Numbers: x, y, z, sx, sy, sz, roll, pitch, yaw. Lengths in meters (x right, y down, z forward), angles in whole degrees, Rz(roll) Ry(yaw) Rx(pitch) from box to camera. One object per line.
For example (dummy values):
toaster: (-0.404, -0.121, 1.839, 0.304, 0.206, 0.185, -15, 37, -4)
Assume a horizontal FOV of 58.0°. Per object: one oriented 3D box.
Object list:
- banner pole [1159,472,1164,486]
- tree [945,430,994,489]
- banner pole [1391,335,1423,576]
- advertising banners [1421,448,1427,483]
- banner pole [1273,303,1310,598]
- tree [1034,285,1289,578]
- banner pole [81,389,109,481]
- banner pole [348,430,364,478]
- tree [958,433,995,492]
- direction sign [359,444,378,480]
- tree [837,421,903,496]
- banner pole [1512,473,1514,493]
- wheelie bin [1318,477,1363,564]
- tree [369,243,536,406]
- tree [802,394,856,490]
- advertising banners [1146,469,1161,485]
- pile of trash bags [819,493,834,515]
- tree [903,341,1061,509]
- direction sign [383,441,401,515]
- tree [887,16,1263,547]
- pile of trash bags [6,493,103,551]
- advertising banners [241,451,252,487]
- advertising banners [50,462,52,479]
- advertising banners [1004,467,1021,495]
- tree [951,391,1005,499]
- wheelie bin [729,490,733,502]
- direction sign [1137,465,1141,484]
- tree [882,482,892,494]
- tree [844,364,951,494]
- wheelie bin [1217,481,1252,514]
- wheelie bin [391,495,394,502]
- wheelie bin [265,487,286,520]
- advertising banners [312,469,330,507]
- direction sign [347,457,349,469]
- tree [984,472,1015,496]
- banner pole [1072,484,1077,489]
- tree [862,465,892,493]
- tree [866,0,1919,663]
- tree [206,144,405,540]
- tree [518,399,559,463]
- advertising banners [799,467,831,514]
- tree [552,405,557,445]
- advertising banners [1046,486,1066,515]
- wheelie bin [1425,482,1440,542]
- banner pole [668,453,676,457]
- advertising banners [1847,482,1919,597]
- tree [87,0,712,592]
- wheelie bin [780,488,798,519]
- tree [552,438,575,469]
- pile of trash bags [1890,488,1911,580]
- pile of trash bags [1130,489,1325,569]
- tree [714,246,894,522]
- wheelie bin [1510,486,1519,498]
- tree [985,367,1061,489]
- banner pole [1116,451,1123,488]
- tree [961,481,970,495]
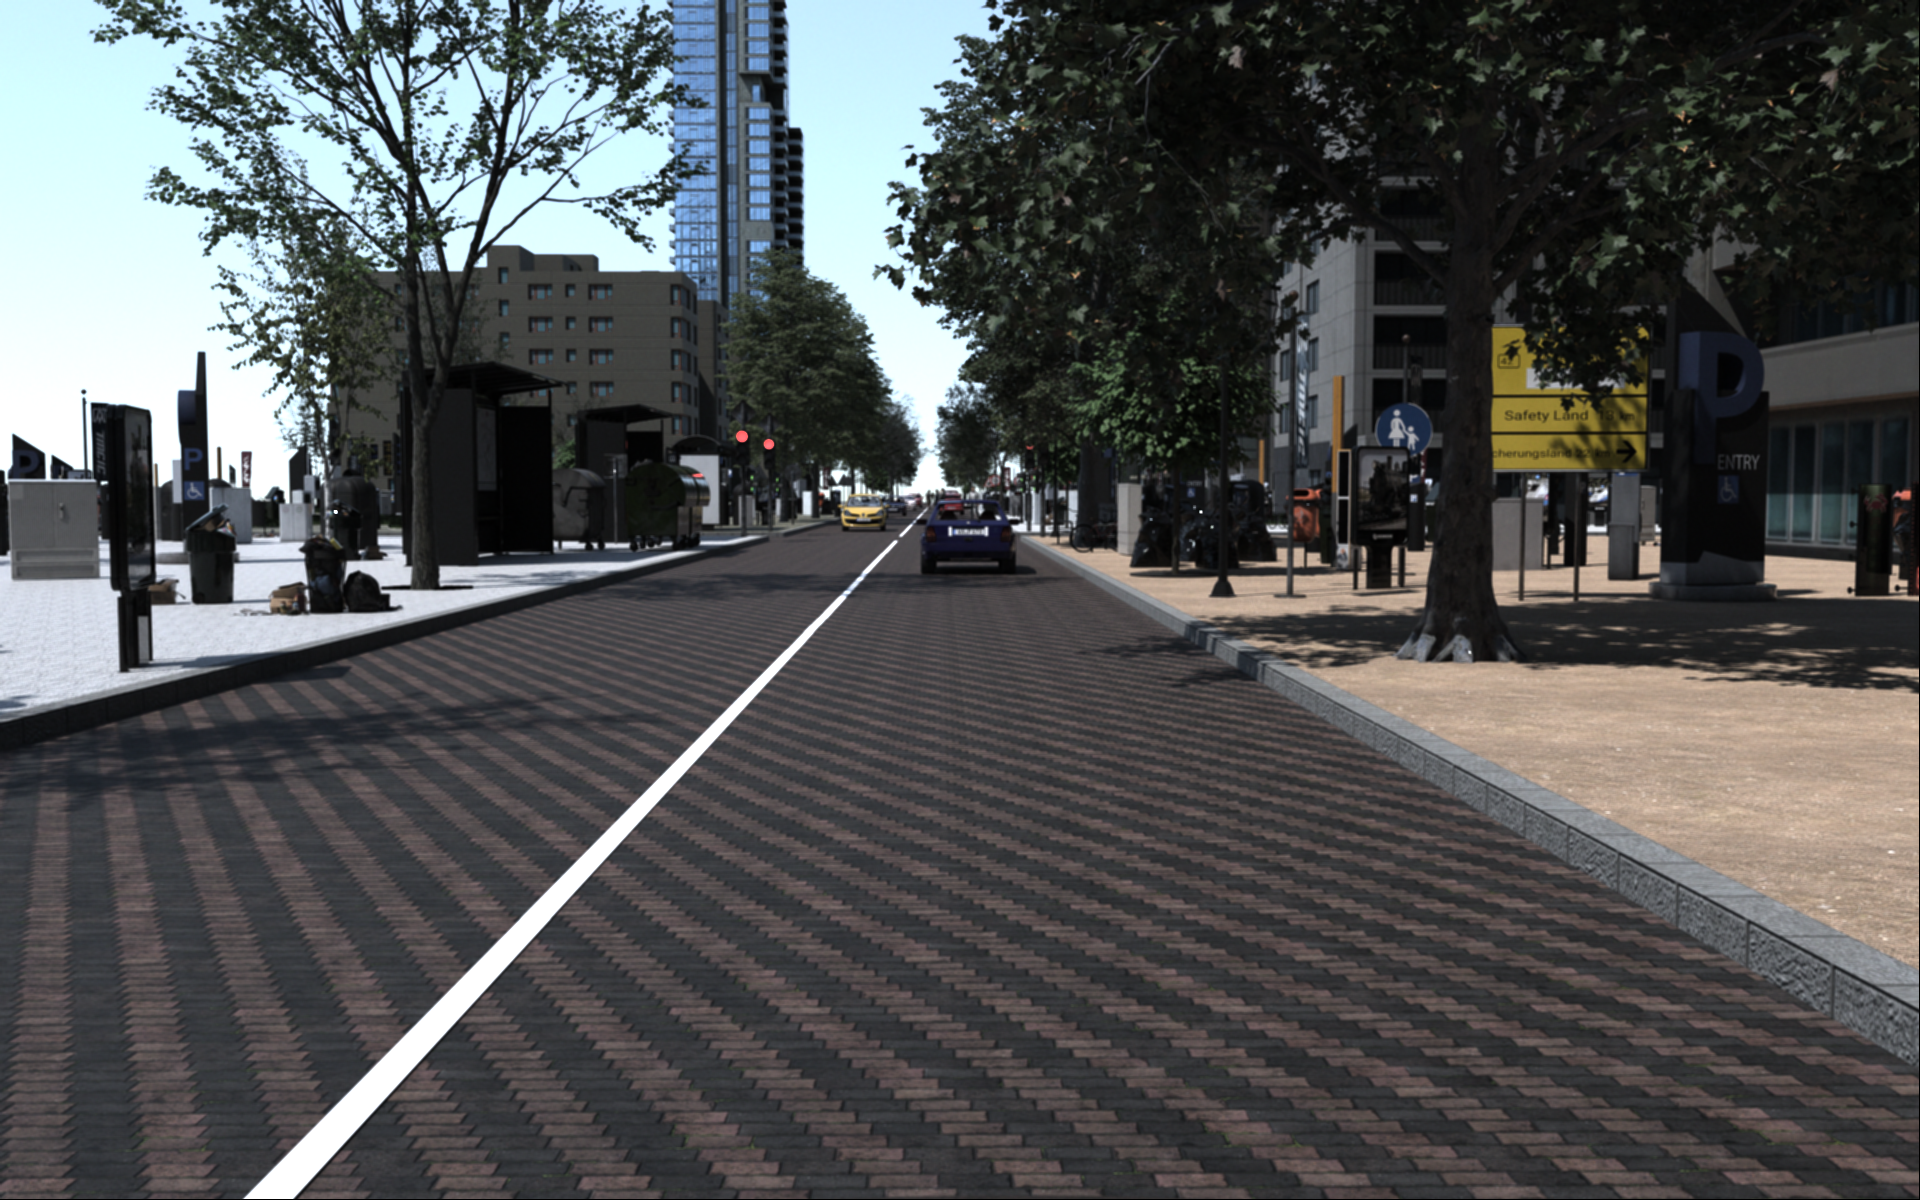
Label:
banner pole: (11.830, -6.846, 101.941, 0.401, 3.779, 0.863, 2, 4, 30)
tree: (1.267, -20.411, 251.848, 7.486, 12.596, 7.792, 0, 3, 0)
banner pole: (7.151, -2.291, 27.478, 0.401, 3.779, 0.863, 3, 4, 38)
advertising banners: (11.018, -2.955, 44.499, 2.074, 3.025, 0.090, 1, 4, 13)
banner pole: (4.129, -1.906, 21.187, 0.401, 3.779, 0.863, 0, 4, -7)
tree: (3.448, -2.650, 27.041, 4.285, 4.588, 4.351, 0, 3, 0)
banner pole: (-20.757, -3.153, 41.571, 0.401, 3.779, 0.863, 2, 4, 32)
banner pole: (-23.583, -4.759, 67.822, 0.401, 3.779, 0.863, 3, 4, 37)
tree: (1.908, -12.716, 158.263, 4.360, 8.622, 3.978, 0, 3, 0)
direction sign: (-26.793, -5.293, 78.544, 0.876, 3.537, 0.379, -3, 5, -45)
tree: (-9.193, -14.614, 173.355, 8.767, 10.594, 7.601, 1, 4, 16)
banner pole: (22.529, -4.926, 70.563, 0.401, 3.779, 0.863, 1, 4, 20)
wheelie bin: (6.996, -1.461, 31.791, 0.980, 1.594, 0.693, 3, 5, 43)
tree: (-14.138, -5.976, 48.066, 4.360, 8.622, 3.978, 0, 3, 0)
tree: (-8.044, -9.044, 98.229, 4.360, 8.622, 3.978, 0, 3, 0)
advertising banners: (13.872, -7.797, 123.675, 0.090, 3.025, 2.074, -2, 4, -24)
pile of trash bags: (-8.764, -6.004, 107.920, 1.912, 1.369, 3.447, 0, 4, 0)
tree: (2.238, -10.095, 99.463, 8.767, 10.594, 7.601, 1, 4, 16)
direction sign: (-23.988, -4.983, 73.464, 0.876, 3.537, 0.379, -2, 4, -31)
tree: (3.107, -8.269, 41.848, 9.857, 13.997, 8.962, 0, 3, 0)
pile of trash bags: (-21.299, -1.841, 39.846, 3.447, 1.369, 1.912, 1, 4, 11)
advertising banners: (-29.791, -4.565, 70.820, 2.074, 3.025, 0.090, 1, 4, 16)
advertising banners: (-48.153, -5.839, 91.657, 0.090, 3.025, 2.074, -2, 4, -30)
advertising banners: (3.779, -7.079, 111.927, 2.074, 3.025, 0.090, 0, 4, 6)
tree: (1.200, -17.816, 201.658, 12.009, 13.543, 11.850, 0, 3, 0)
wheelie bin: (-16.239, -6.851, 119.914, 0.980, 1.594, 0.693, -2, 4, -29)
direction sign: (13.828, -8.671, 133.763, 0.379, 3.537, 0.876, 1, 4, 21)
tree: (-8.761, -13.097, 208.731, 1.663, 3.219, 1.824, 0, 3, 0)
tree: (-8.103, -15.282, 160.227, 12.009, 13.543, 11.850, 0, 3, 0)
wheelie bin: (6.891, -2.182, 43.576, 0.980, 1.594, 0.693, 3, 5, 43)
wheelie bin: (-27.062, -4.657, 84.043, 0.980, 1.594, 0.693, -2, 4, -30)
wheelie bin: (-28.724, -3.964, 72.716, 0.693, 1.594, 0.980, -3, 5, -45)
advertising banners: (-44.737, -7.630, 120.932, 2.074, 3.025, 0.090, -3, 5, -44)
direction sign: (-37.105, -6.976, 106.058, 0.876, 3.537, 0.379, 1, 4, 15)
tree: (3.053, -8.053, 126.274, 1.663, 3.219, 1.824, 0, 3, 0)
banner pole: (7.077, -7.238, 108.354, 0.863, 3.779, 0.401, -3, 5, -44)
tree: (-9.082, -12.563, 189.122, 4.285, 4.588, 4.351, 0, 3, 0)
tree: (4.047, -5.883, 13.190, 9.611, 12.733, 9.660, 0, 3, 0)
tree: (-13.516, -5.276, 36.625, 4.737, 8.622, 4.395, 0, 3, 0)
tree: (-32.426, -11.036, 130.803, 4.737, 8.622, 4.395, 0, 3, 0)
advertising banners: (-9.287, -7.028, 111.100, 2.074, 3.025, 0.090, -1, 4, -19)
tree: (-25.433, -8.953, 96.740, 4.360, 8.622, 3.978, 0, 3, 0)
advertising banners: (5.883, -6.748, 106.515, 2.074, 3.025, 0.090, 2, 4, 34)
wheelie bin: (12.749, -2.327, 45.952, 0.693, 1.594, 0.980, -1, 4, -12)
banner pole: (-15.387, -6.339, 93.665, 0.863, 3.779, 0.401, -2, 4, -32)
advertising banners: (12.144, -1.563, 21.743, 2.074, 3.025, 0.090, -1, 4, -10)
tree: (-7.072, -5.953, 23.082, 9.928, 11.665, 9.643, 0, 3, 0)
wheelie bin: (-8.702, -4.880, 87.702, 0.980, 1.594, 0.693, -3, 5, -40)
tree: (-19.010, -6.325, 87.120, 4.285, 4.588, 4.351, 0, 3, 0)
pile of trash bags: (14.972, -0.995, 26.019, 1.912, 1.369, 3.447, 0, 4, 1)
pile of trash bags: (4.624, -1.263, 30.404, 3.447, 1.369, 1.912, 2, 4, 25)
tree: (-7.885, -9.897, 79.936, 7.486, 12.596, 7.792, 0, 3, 0)
wheelie bin: (32.510, -5.658, 100.411, 0.980, 1.594, 0.693, -3, 4, -37)
tree: (3.506, -8.368, 87.181, 4.737, 8.622, 4.395, 0, 3, 0)
banner pole: (8.212, -6.086, 89.518, 0.863, 3.779, 0.401, -3, 5, -43)
tree: (0.844, -16.812, 269.478, 1.663, 3.219, 1.824, 0, 3, 0)
